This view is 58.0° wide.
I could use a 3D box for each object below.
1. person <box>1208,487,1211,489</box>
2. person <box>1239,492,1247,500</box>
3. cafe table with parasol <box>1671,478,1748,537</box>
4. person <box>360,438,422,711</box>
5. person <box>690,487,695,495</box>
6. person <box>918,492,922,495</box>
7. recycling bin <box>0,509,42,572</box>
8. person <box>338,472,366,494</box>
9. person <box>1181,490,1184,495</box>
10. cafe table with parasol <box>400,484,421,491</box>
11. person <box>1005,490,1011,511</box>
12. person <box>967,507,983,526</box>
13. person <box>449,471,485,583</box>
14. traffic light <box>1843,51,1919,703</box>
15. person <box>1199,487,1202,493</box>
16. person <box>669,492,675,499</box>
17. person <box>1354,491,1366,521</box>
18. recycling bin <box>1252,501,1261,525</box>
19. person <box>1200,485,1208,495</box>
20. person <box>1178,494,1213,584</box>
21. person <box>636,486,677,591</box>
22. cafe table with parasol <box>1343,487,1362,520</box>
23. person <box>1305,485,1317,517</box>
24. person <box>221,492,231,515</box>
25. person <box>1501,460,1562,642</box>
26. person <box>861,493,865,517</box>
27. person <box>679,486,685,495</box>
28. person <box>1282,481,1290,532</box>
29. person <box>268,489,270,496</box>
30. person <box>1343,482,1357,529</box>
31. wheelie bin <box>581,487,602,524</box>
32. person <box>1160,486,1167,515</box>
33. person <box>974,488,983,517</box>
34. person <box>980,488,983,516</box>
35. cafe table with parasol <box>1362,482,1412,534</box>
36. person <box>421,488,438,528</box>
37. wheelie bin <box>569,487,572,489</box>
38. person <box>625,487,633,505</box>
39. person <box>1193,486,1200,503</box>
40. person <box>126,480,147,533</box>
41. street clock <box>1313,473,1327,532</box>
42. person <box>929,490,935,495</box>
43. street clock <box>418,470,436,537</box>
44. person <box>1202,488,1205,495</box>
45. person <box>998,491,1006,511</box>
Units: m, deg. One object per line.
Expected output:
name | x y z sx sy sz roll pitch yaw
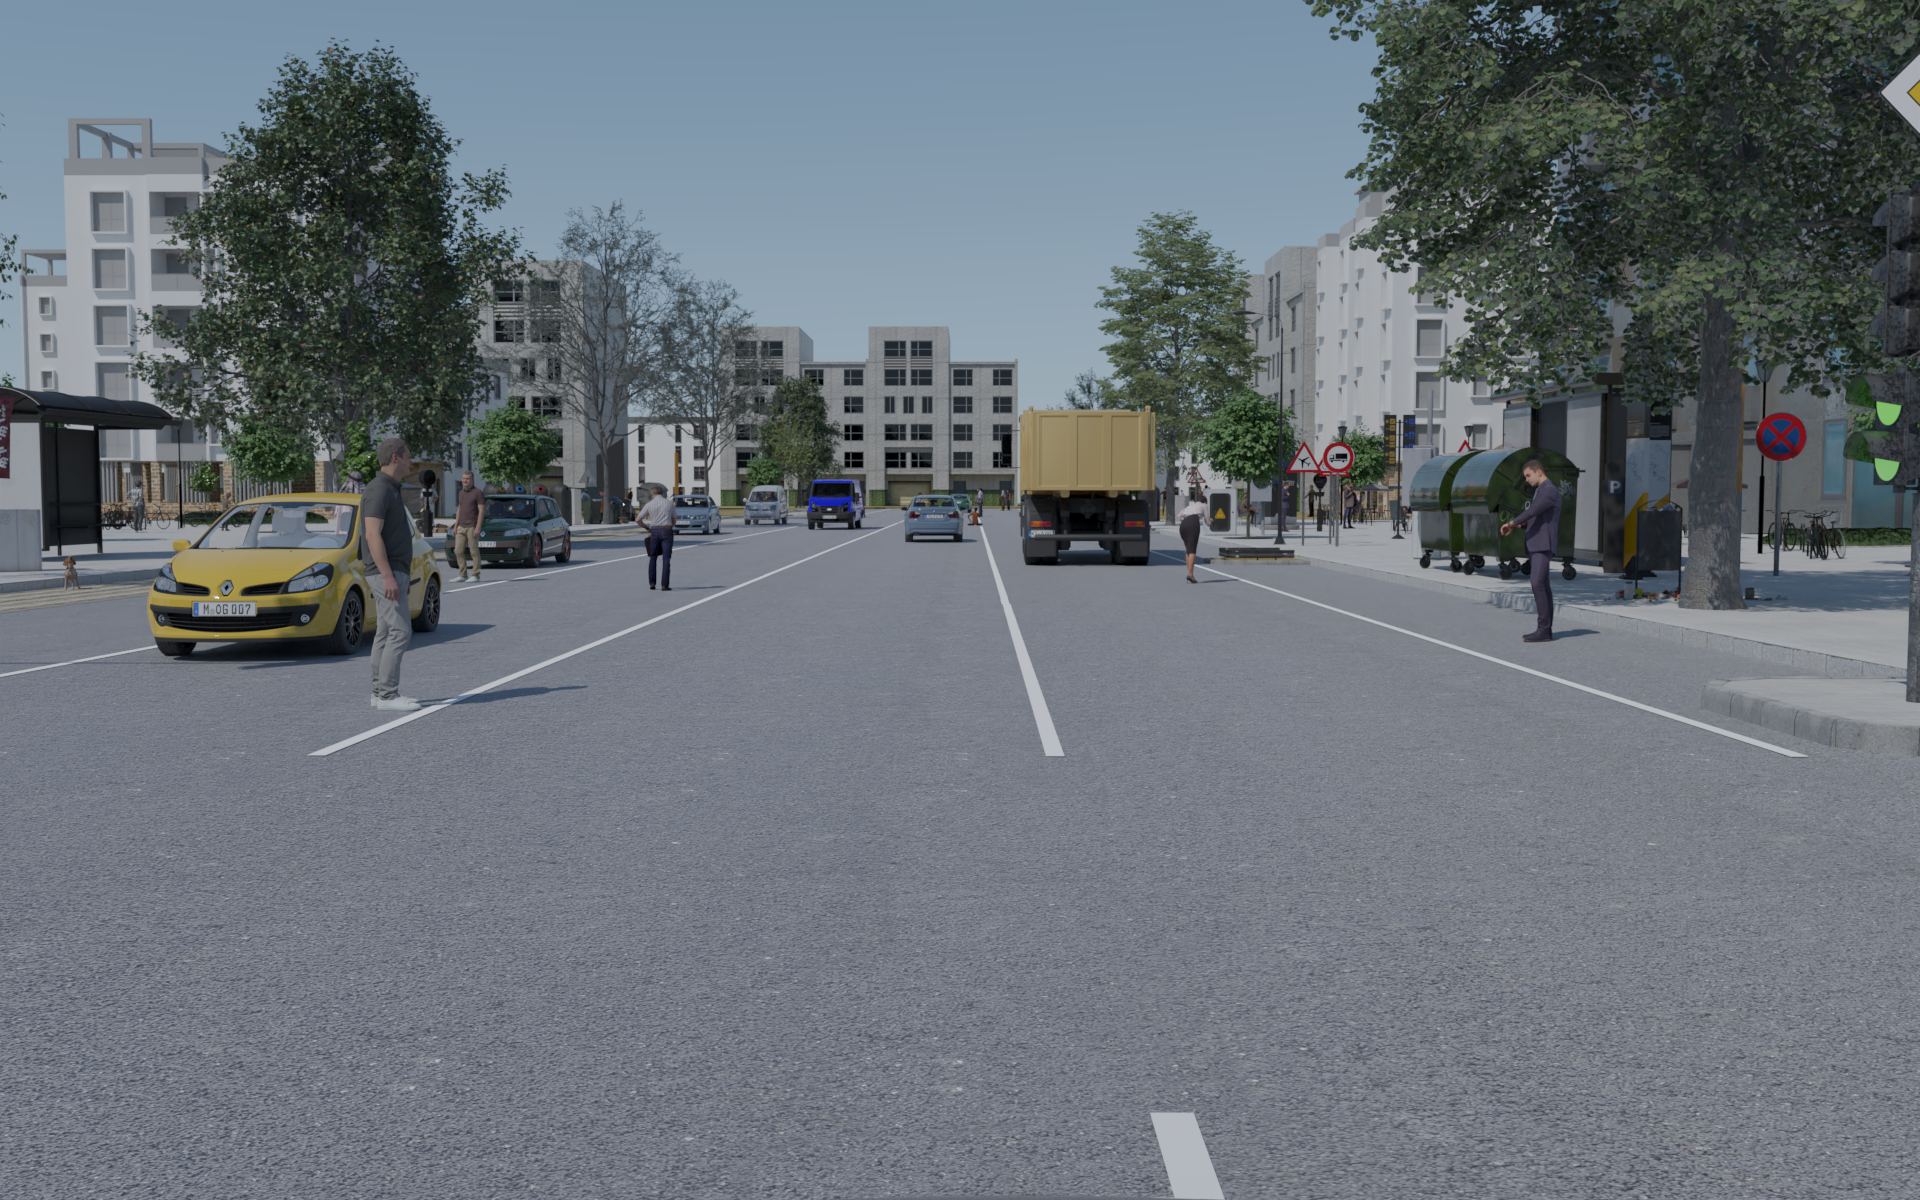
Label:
person | 19.228 -7.815 133.797 0.705 1.826 1.348 3 5 45
person | 17.850 -6.141 107.160 1.217 1.735 0.721 0 4 -6
cafe table with parasol | 21.545 -2.763 50.049 2.610 1.966 2.610 -1 4 -20
person | -3.787 -0.182 11.600 0.434 1.807 0.598 0 4 -1
person | -20.391 -7.736 132.505 0.705 1.826 1.348 1 4 13
person | -1.816 -4.257 80.568 0.387 1.526 0.523 1 4 18
recycling bin | -15.723 -0.991 28.757 0.722 1.027 0.722 -3 5 -40
person | -8.400 -0.907 24.001 0.551 1.740 0.621 -3 4 -38
person | 20.977 -9.543 164.396 0.599 1.838 0.709 1 4 16
cafe table with parasol | -22.670 -3.888 68.436 2.610 1.966 2.610 -1 4 -9
person | 4.181 -8.678 150.349 0.705 1.831 1.348 -1 4 -15
person | 0.671 -3.788 78.723 0.859 0.850 0.655 0 4 3
person | -7.979 -1.186 28.025 0.598 1.807 0.434 3 5 42
traffic light | 5.902 -1.324 10.574 0.839 4.253 0.868 0 4 0
person | 16.940 -7.081 121.917 1.348 1.812 0.705 -3 4 -38
person | -21.055 -7.544 129.347 1.348 1.831 0.705 -2 4 -27
person | 18.840 -4.425 81.584 0.799 1.438 0.628 3 5 41
recycling bin | 12.818 -3.718 73.349 0.722 1.027 0.722 -1 4 -11
person | 14.544 -5.883 102.185 1.348 1.831 0.705 2 4 29
person | 3.821 -0.994 27.943 0.628 1.438 0.799 0 4 0
person | -4.522 -0.924 25.814 0.614 1.554 0.590 -1 4 -10
cafe table with parasol | 20.010 -4.899 84.961 2.610 1.966 2.610 0 4 1
person | 19.487 -5.505 96.185 0.705 1.807 1.348 3 5 45
person | -25.579 -3.082 60.341 0.435 1.345 0.340 0 4 -2
person | 5.594 -0.492 16.994 0.568 1.767 0.683 0 4 7
person | -6.078 -5.930 105.906 0.683 1.767 0.568 0 4 8
person | -19.367 -6.980 120.177 1.348 1.822 0.705 3 4 37
person | 11.010 -3.165 58.714 0.530 1.710 0.541 2 4 34
person | -34.164 -4.713 85.637 0.613 1.512 0.480 -3 5 -43
person | 14.389 -3.485 63.843 0.431 1.722 0.655 3 4 38
wheelie bin | -15.785 -4.048 74.093 0.693 1.594 0.980 2 4 35
person | 12.307 -5.943 103.725 1.217 1.766 0.721 1 4 15
person | 1.114 -6.096 108.030 0.599 1.838 0.709 1 4 17
person | 1.282 -6.237 110.479 0.705 1.823 1.348 -1 4 -9
cafe table with parasol | 14.804 -3.080 55.218 2.610 1.966 2.610 -2 4 -33
person | -19.928 -3.598 65.022 0.875 1.805 0.789 -3 5 -40
wheelie bin | -17.734 -4.267 77.666 0.980 1.594 0.693 -2 4 -35
person | -22.752 -6.881 119.063 0.721 1.766 1.217 1 4 11
person | 13.106 -5.477 95.618 0.705 1.821 1.348 -1 4 -15
person | -27.212 -3.093 57.335 0.841 1.734 0.376 3 4 38
street clock | 12.296 -3.339 59.170 0.471 2.002 0.358 1 4 13
person | -2.287 -8.345 145.083 0.705 1.807 1.348 -3 5 -45
street clock | -15.788 -2.863 51.373 0.358 2.002 0.471 2 4 33
person | 15.290 -6.149 108.044 0.415 1.643 0.593 -3 5 -45
person | 3.615 -8.520 148.526 0.721 1.736 1.217 3 4 37
